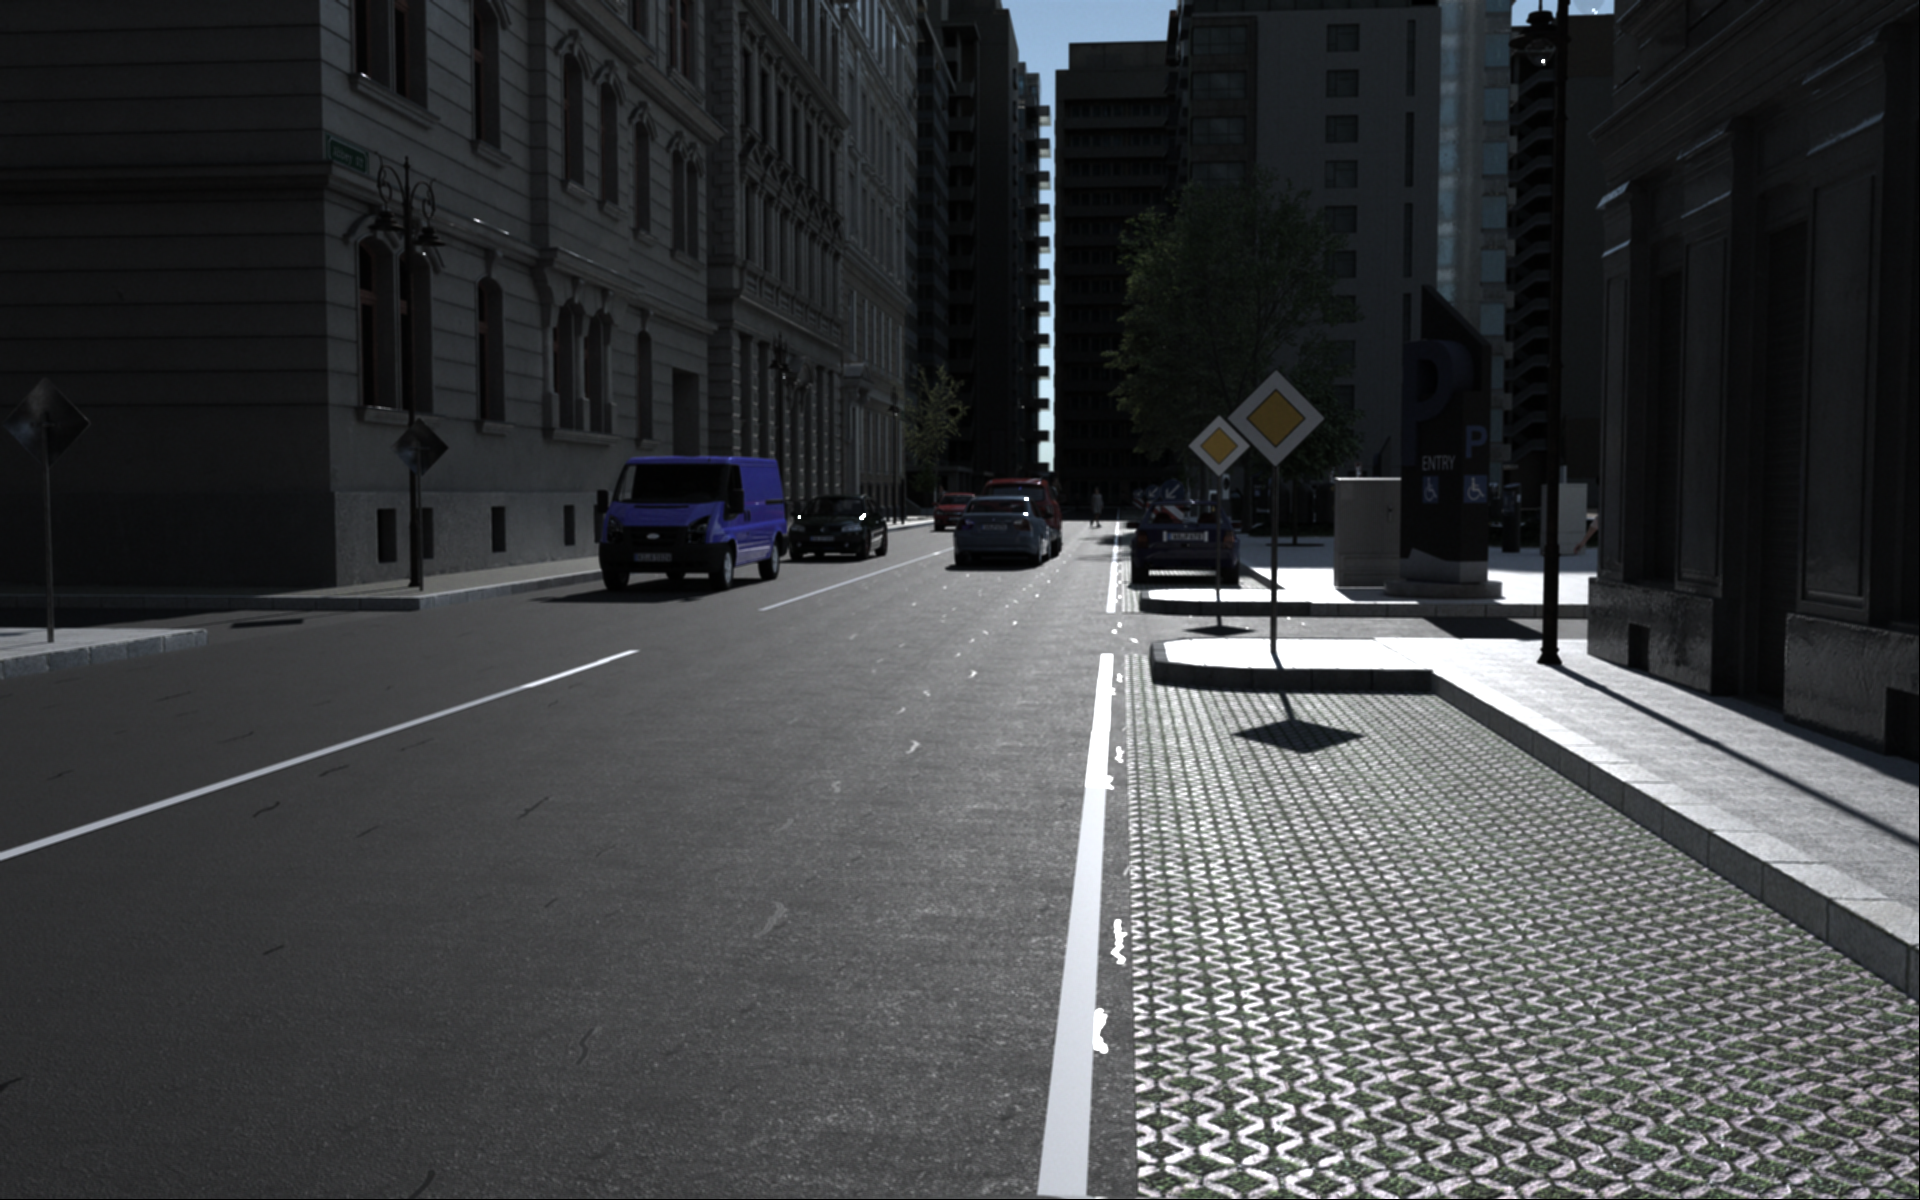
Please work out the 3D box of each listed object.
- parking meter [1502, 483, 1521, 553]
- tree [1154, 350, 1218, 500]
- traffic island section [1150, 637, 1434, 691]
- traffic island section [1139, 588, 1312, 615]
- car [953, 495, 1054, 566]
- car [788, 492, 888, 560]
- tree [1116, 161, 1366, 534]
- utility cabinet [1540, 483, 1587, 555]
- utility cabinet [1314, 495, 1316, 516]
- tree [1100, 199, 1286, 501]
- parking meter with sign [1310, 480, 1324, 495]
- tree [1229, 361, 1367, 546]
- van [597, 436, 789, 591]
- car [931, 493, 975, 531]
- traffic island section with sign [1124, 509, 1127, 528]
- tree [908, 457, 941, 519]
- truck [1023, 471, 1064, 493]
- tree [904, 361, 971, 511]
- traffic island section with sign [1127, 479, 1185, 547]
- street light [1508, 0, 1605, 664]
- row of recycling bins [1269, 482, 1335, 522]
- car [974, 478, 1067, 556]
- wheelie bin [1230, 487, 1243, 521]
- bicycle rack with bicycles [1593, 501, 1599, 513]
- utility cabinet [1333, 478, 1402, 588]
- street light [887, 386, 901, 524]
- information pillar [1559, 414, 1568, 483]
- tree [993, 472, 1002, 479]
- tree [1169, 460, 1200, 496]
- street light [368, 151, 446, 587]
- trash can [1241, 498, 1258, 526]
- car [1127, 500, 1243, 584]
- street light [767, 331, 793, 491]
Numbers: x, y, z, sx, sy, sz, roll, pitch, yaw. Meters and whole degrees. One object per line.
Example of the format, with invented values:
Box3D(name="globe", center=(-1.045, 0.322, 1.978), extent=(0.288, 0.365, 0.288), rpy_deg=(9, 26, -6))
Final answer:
Box3D(name="parking meter", center=(12.128, -1.814, 38.074), extent=(0.372, 1.533, 0.369), rpy_deg=(0, 3, 0))
Box3D(name="tree", center=(11.366, -8.281, 85.764), extent=(4.737, 8.622, 4.395), rpy_deg=(0, 3, 0))
Box3D(name="traffic island section", center=(2.556, 0.505, 14.025), extent=(2.009, 0.180, 2.903), rpy_deg=(0, 4, 5))
Box3D(name="traffic island section", center=(3.291, 0.019, 21.976), extent=(2.009, 0.180, 2.903), rpy_deg=(0, 4, 5))
Box3D(name="car", center=(0.918, -1.474, 36.105), extent=(2.014, 1.417, 4.499), rpy_deg=(0, 4, 7))
Box3D(name="car", center=(-2.716, -1.786, 38.993), extent=(2.009, 1.686, 4.222), rpy_deg=(0, 4, 6))
Box3D(name="tree", center=(9.155, -7.952, 55.778), extent=(9.928, 11.665, 9.643), rpy_deg=(0, 3, 0))
Box3D(name="utility cabinet", center=(12.606, -1.683, 36.195), extent=(1.173, 1.500, 0.318), rpy_deg=(-3, 4, -36))
Box3D(name="utility cabinet", center=(18.178, -4.760, 88.989), extent=(1.020, 1.237, 0.306), rpy_deg=(-3, 5, -45))
Box3D(name="tree", center=(9.182, -9.133, 67.454), extent=(7.486, 12.596, 7.792), rpy_deg=(0, 3, 0))
Box3D(name="parking meter with sign", center=(19.694, -6.078, 95.632), extent=(1.738, 3.016, 0.543), rpy_deg=(2, 4, 28))
Box3D(name="tree", center=(8.305, -3.630, 43.072), extent=(4.285, 4.588, 4.351), rpy_deg=(0, 3, 0))
Box3D(name="van", center=(-4.175, -1.416, 27.544), extent=(2.240, 2.365, 5.245), rpy_deg=(0, 4, 6))
Box3D(name="car", center=(-0.034, -3.654, 68.789), extent=(2.155, 1.783, 4.494), rpy_deg=(0, 4, 3))
Box3D(name="traffic island section with sign", center=(8.071, -3.968, 73.510), extent=(1.989, 1.847, 2.006), rpy_deg=(0, 4, 5))
Box3D(name="tree", center=(-1.724, -5.885, 90.819), extent=(1.663, 3.219, 1.824), rpy_deg=(0, 3, 0))
Box3D(name="truck", center=(7.299, -9.435, 150.179), extent=(3.469, 3.379, 9.791), rpy_deg=(0, 4, 3))
Box3D(name="tree", center=(-1.605, -8.852, 95.093), extent=(4.360, 8.622, 3.978), rpy_deg=(0, 3, 0))
Box3D(name="traffic island section with sign", center=(5.570, -2.314, 46.470), extent=(1.989, 1.847, 2.006), rpy_deg=(0, 4, 5))
Box3D(name="street light", center=(4.466, -2.456, 12.944), extent=(0.468, 5.910, 1.993), rpy_deg=(0, 4, 5))
Box3D(name="row of recycling bins", center=(13.273, -3.518, 64.629), extent=(3.534, 1.692, 1.069), rpy_deg=(2, 4, 24))
Box3D(name="car", center=(1.419, -2.022, 41.740), extent=(2.281, 1.827, 5.304), rpy_deg=(0, 4, 4))
Box3D(name="wheelie bin", center=(13.255, -4.589, 82.934), extent=(0.693, 1.594, 0.980), rpy_deg=(0, 4, 2))
Box3D(name="bicycle rack with bicycles", center=(30.533, -4.358, 84.636), extent=(2.852, 0.926, 2.925), rpy_deg=(1, 4, 15))
Box3D(name="utility cabinet", center=(5.693, -0.905, 23.480), extent=(1.173, 1.500, 0.318), rpy_deg=(0, 4, -1))
Box3D(name="street light", center=(-2.808, -6.199, 74.146), extent=(0.468, 5.910, 1.993), rpy_deg=(0, 4, 5))
Box3D(name="information pillar", center=(17.636, -3.626, 50.636), extent=(0.183, 3.616, 0.504), rpy_deg=(0, 4, 6))
Box3D(name="tree", center=(2.935, -9.543, 150.630), extent=(1.663, 3.219, 1.824), rpy_deg=(0, 3, 0))
Box3D(name="tree", center=(12.524, -6.316, 97.872), extent=(1.663, 3.219, 1.824), rpy_deg=(0, 3, 0))
Box3D(name="street light", center=(-7.561, -3.123, 23.847), extent=(0.468, 5.910, 1.993), rpy_deg=(0, 4, 5))
Box3D(name="trash can", center=(11.606, -3.542, 69.566), extent=(0.748, 1.137, 0.748), rpy_deg=(0, 3, 0))
Box3D(name="car", center=(3.743, -0.995, 28.851), extent=(1.945, 1.354, 3.894), rpy_deg=(0, 4, 7))
Box3D(name="street light", center=(-5.104, -4.682, 49.336), extent=(0.468, 5.910, 1.993), rpy_deg=(0, 4, 5))
